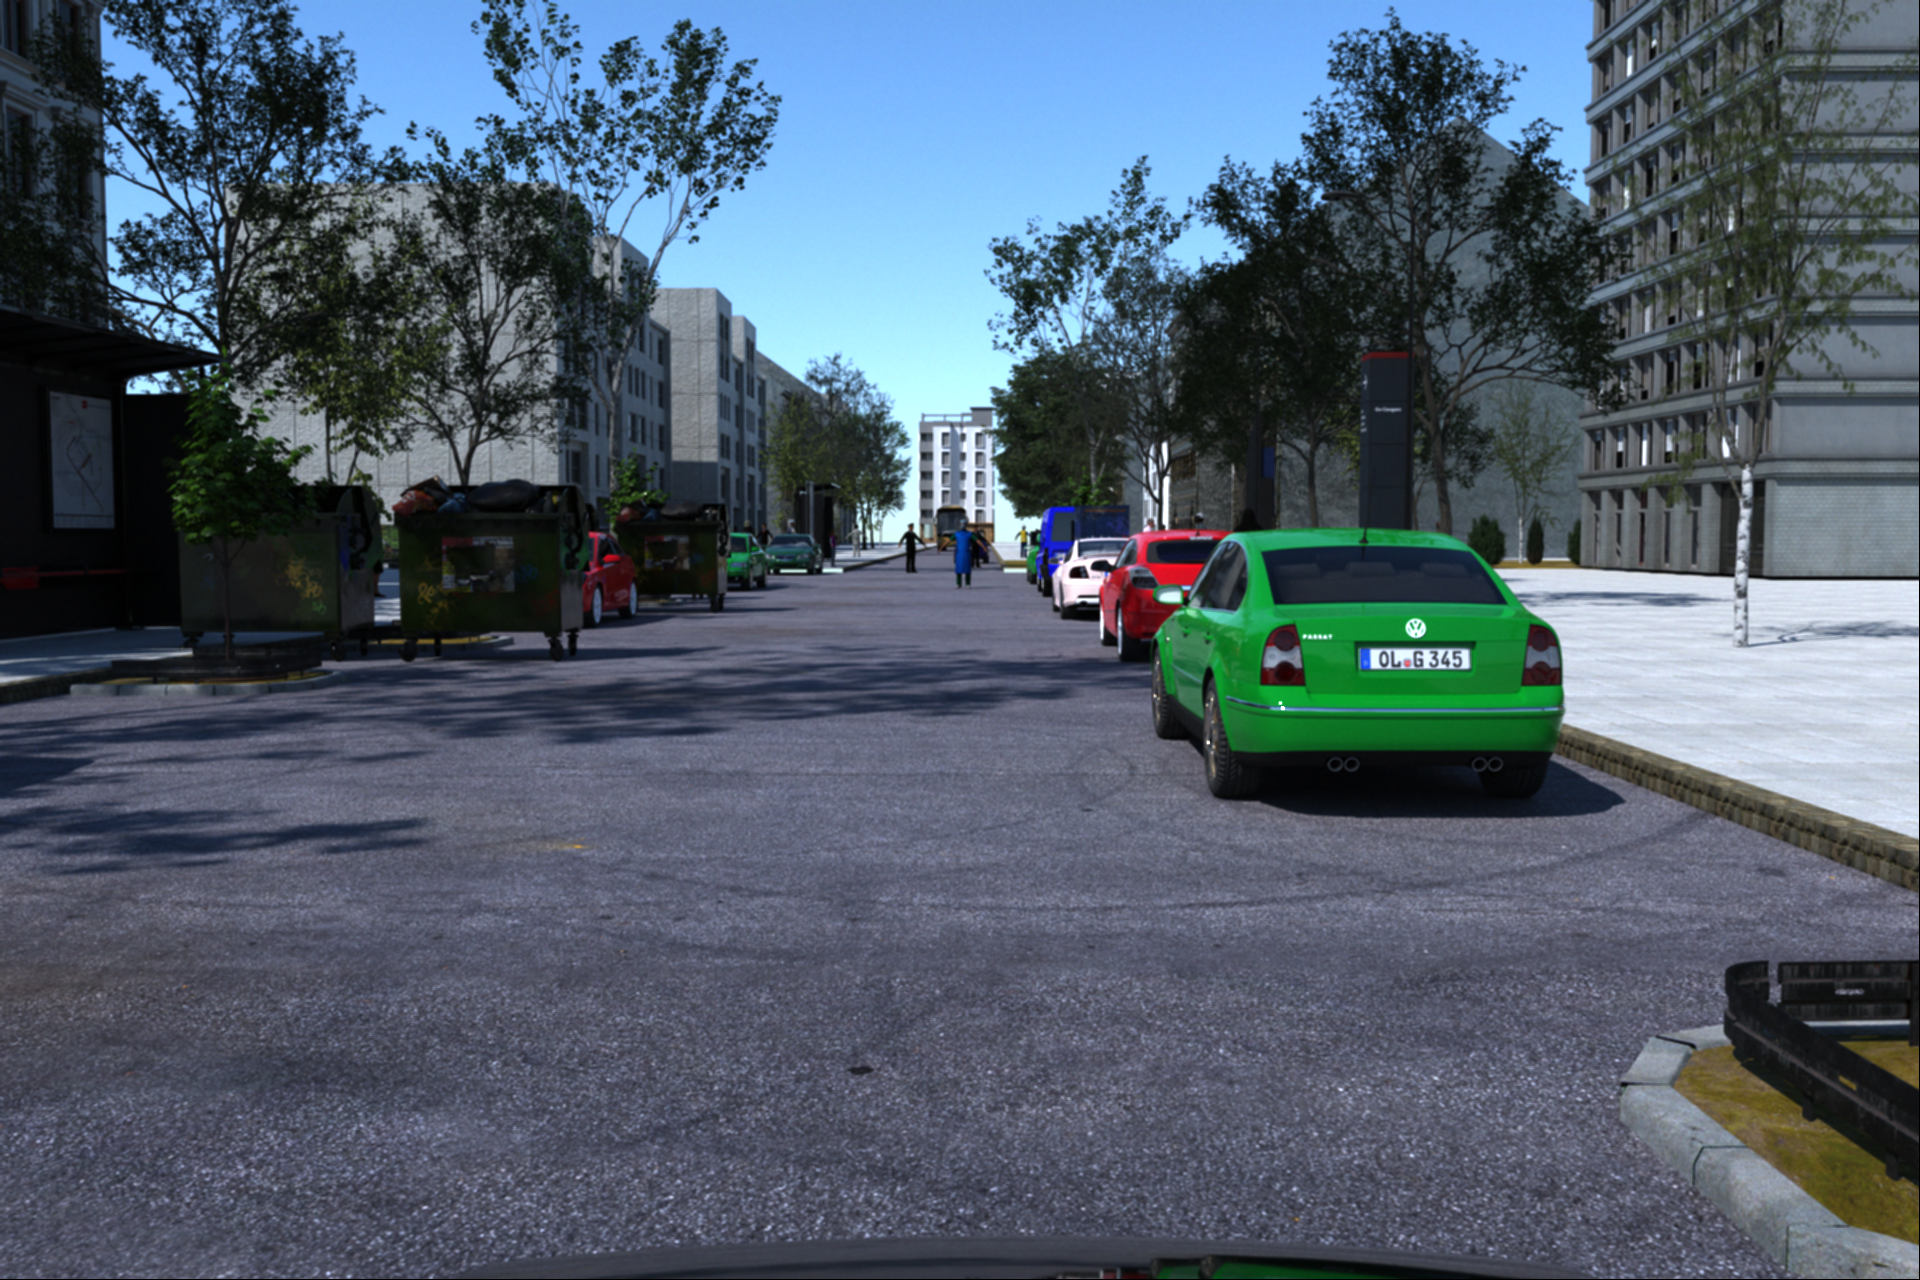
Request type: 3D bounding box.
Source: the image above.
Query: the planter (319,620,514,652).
[{"bbox_3d":[-6.818,-0.058,22.088,1.991,0.319,1.994,0,4,2],"label":"planter"}]

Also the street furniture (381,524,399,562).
[{"bbox_3d":[-27.148,-4.360,78.138,9.812,1.723,11.010,-1,4,-12],"label":"street furniture"}]

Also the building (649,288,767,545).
[{"bbox_3d":[-25.826,-16.752,140.345,16.747,18.905,31.486,0,3,0],"label":"building"}]

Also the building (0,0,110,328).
[{"bbox_3d":[-31.344,-12.685,43.556,11.583,22.565,21.152,0,3,0],"label":"building"}]

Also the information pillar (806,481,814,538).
[{"bbox_3d":[-6.672,-5.250,77.158,0.184,3.620,1.656,0,4,1],"label":"information pillar"}]

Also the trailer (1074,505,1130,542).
[{"bbox_3d":[2.882,-1.768,35.959,1.471,1.999,3.904,0,4,1],"label":"trailer"}]

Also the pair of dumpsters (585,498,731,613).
[{"bbox_3d":[-6.484,-1.641,31.780,4.436,2.255,1.574,0,4,1],"label":"pair of dumpsters"}]

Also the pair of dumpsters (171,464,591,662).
[{"bbox_3d":[-6.576,-0.911,19.839,4.436,2.255,1.574,0,4,0],"label":"pair of dumpsters"}]

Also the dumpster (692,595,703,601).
[{"bbox_3d":[-6.431,-1.807,37.763,1.865,1.857,1.264,0,4,1],"label":"dumpster"}]

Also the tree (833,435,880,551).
[{"bbox_3d":[-7.854,-10.890,128.411,4.737,8.622,4.395,0,3,0],"label":"tree"}]

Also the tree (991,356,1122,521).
[{"bbox_3d":[6.768,-13.151,121.668,9.857,13.997,8.962,0,3,0],"label":"tree"}]

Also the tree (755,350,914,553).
[{"bbox_3d":[-8.632,-12.604,116.453,12.009,13.543,11.850,0,3,0],"label":"tree"}]

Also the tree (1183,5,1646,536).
[{"bbox_3d":[8.454,-5.879,30.538,8.767,10.594,7.601,-3,4,-37],"label":"tree"}]

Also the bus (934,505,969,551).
[{"bbox_3d":[-0.676,-9.625,148.918,2.896,3.916,12.252,0,4,1],"label":"bus"}]

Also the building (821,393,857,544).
[{"bbox_3d":[-23.550,-22.446,233.454,16.747,18.905,31.486,0,4,1],"label":"building"}]

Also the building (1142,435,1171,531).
[{"bbox_3d":[20.918,-12.336,143.840,9.099,9.664,28.070,0,4,1],"label":"building"}]

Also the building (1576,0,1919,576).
[{"bbox_3d":[26.702,-12.744,55.037,8.464,21.280,15.925,0,4,1],"label":"building"}]

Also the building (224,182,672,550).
[{"bbox_3d":[-28.443,-14.483,103.252,16.747,18.905,31.486,0,4,1],"label":"building"}]

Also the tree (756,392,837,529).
[{"bbox_3d":[-8.819,-8.590,90.802,4.737,8.622,4.395,0,3,0],"label":"tree"}]

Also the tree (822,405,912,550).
[{"bbox_3d":[-7.605,-13.040,138.958,9.928,11.665,9.643,0,3,0],"label":"tree"}]

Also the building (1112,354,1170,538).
[{"bbox_3d":[26.561,-21.932,189.516,19.493,23.208,18.063,0,4,1],"label":"building"}]

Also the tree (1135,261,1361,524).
[{"bbox_3d":[9.401,-7.441,56.079,7.601,10.594,8.767,-3,5,-41],"label":"tree"}]

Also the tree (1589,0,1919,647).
[{"bbox_3d":[8.667,-4.217,19.305,4.360,8.622,3.978,0,3,0],"label":"tree"}]

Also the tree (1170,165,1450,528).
[{"bbox_3d":[8.847,-6.720,44.286,7.601,10.594,8.767,1,4,12],"label":"tree"}]

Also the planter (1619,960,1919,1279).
[{"bbox_3d":[2.603,1.058,3.840,1.991,0.319,1.994,0,4,0],"label":"planter"}]

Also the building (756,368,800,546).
[{"bbox_3d":[-27.707,-21.904,189.062,19.493,23.208,18.063,0,4,1],"label":"building"}]

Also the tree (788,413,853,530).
[{"bbox_3d":[-8.130,-9.439,104.694,4.360,8.622,3.978,0,3,0],"label":"tree"}]

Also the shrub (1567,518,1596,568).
[{"bbox_3d":[23.659,-3.741,65.205,1.661,2.075,1.752,0,3,0],"label":"shrub"}]

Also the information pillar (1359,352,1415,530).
[{"bbox_3d":[6.141,-2.177,24.973,0.750,3.857,0.750,0,4,1],"label":"information pillar"}]

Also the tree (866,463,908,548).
[{"bbox_3d":[-7.256,-12.950,162.100,4.737,8.622,4.395,0,3,0],"label":"tree"}]

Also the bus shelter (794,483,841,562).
[{"bbox_3d":[-6.792,-5.607,82.962,1.731,3.624,6.357,0,3,0],"label":"bus shelter"}]

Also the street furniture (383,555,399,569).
[{"bbox_3d":[-17.264,-3.508,64.212,11.010,1.723,9.812,2,4,32],"label":"street furniture"}]

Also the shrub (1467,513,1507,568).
[{"bbox_3d":[19.722,-3.731,65.046,1.661,2.075,1.752,0,3,0],"label":"shrub"}]

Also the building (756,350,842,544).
[{"bbox_3d":[-24.373,-23.061,207.980,19.493,23.208,18.063,0,4,1],"label":"building"}]

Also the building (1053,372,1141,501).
[{"bbox_3d":[25.347,-23.845,233.837,27.936,21.610,32.646,0,4,1],"label":"building"}]

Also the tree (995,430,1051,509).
[{"bbox_3d":[8.394,-15.808,168.836,12.009,13.543,11.850,0,3,0],"label":"tree"}]

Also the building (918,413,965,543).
[{"bbox_3d":[-5.896,-24.580,260.753,11.380,20.090,16.016,0,4,-4],"label":"building"}]

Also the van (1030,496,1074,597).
[{"bbox_3d":[2.827,-2.247,41.119,2.240,2.365,5.245,0,4,0],"label":"van"}]

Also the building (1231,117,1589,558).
[{"bbox_3d":[26.397,-16.483,100.432,19.493,23.208,18.063,0,4,1],"label":"building"}]

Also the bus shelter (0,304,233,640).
[{"bbox_3d":[-10.596,-1.762,20.097,1.731,3.624,6.357,0,4,1],"label":"bus shelter"}]

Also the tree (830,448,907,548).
[{"bbox_3d":[-8.107,-13.456,154.419,7.601,10.594,8.767,1,4,17],"label":"tree"}]

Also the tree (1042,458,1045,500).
[{"bbox_3d":[8.022,-13.373,153.065,8.767,10.594,7.601,0,4,-6],"label":"tree"}]

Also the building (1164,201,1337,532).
[{"bbox_3d":[24.693,-17.664,119.730,19.493,23.208,18.063,0,4,1],"label":"building"}]
